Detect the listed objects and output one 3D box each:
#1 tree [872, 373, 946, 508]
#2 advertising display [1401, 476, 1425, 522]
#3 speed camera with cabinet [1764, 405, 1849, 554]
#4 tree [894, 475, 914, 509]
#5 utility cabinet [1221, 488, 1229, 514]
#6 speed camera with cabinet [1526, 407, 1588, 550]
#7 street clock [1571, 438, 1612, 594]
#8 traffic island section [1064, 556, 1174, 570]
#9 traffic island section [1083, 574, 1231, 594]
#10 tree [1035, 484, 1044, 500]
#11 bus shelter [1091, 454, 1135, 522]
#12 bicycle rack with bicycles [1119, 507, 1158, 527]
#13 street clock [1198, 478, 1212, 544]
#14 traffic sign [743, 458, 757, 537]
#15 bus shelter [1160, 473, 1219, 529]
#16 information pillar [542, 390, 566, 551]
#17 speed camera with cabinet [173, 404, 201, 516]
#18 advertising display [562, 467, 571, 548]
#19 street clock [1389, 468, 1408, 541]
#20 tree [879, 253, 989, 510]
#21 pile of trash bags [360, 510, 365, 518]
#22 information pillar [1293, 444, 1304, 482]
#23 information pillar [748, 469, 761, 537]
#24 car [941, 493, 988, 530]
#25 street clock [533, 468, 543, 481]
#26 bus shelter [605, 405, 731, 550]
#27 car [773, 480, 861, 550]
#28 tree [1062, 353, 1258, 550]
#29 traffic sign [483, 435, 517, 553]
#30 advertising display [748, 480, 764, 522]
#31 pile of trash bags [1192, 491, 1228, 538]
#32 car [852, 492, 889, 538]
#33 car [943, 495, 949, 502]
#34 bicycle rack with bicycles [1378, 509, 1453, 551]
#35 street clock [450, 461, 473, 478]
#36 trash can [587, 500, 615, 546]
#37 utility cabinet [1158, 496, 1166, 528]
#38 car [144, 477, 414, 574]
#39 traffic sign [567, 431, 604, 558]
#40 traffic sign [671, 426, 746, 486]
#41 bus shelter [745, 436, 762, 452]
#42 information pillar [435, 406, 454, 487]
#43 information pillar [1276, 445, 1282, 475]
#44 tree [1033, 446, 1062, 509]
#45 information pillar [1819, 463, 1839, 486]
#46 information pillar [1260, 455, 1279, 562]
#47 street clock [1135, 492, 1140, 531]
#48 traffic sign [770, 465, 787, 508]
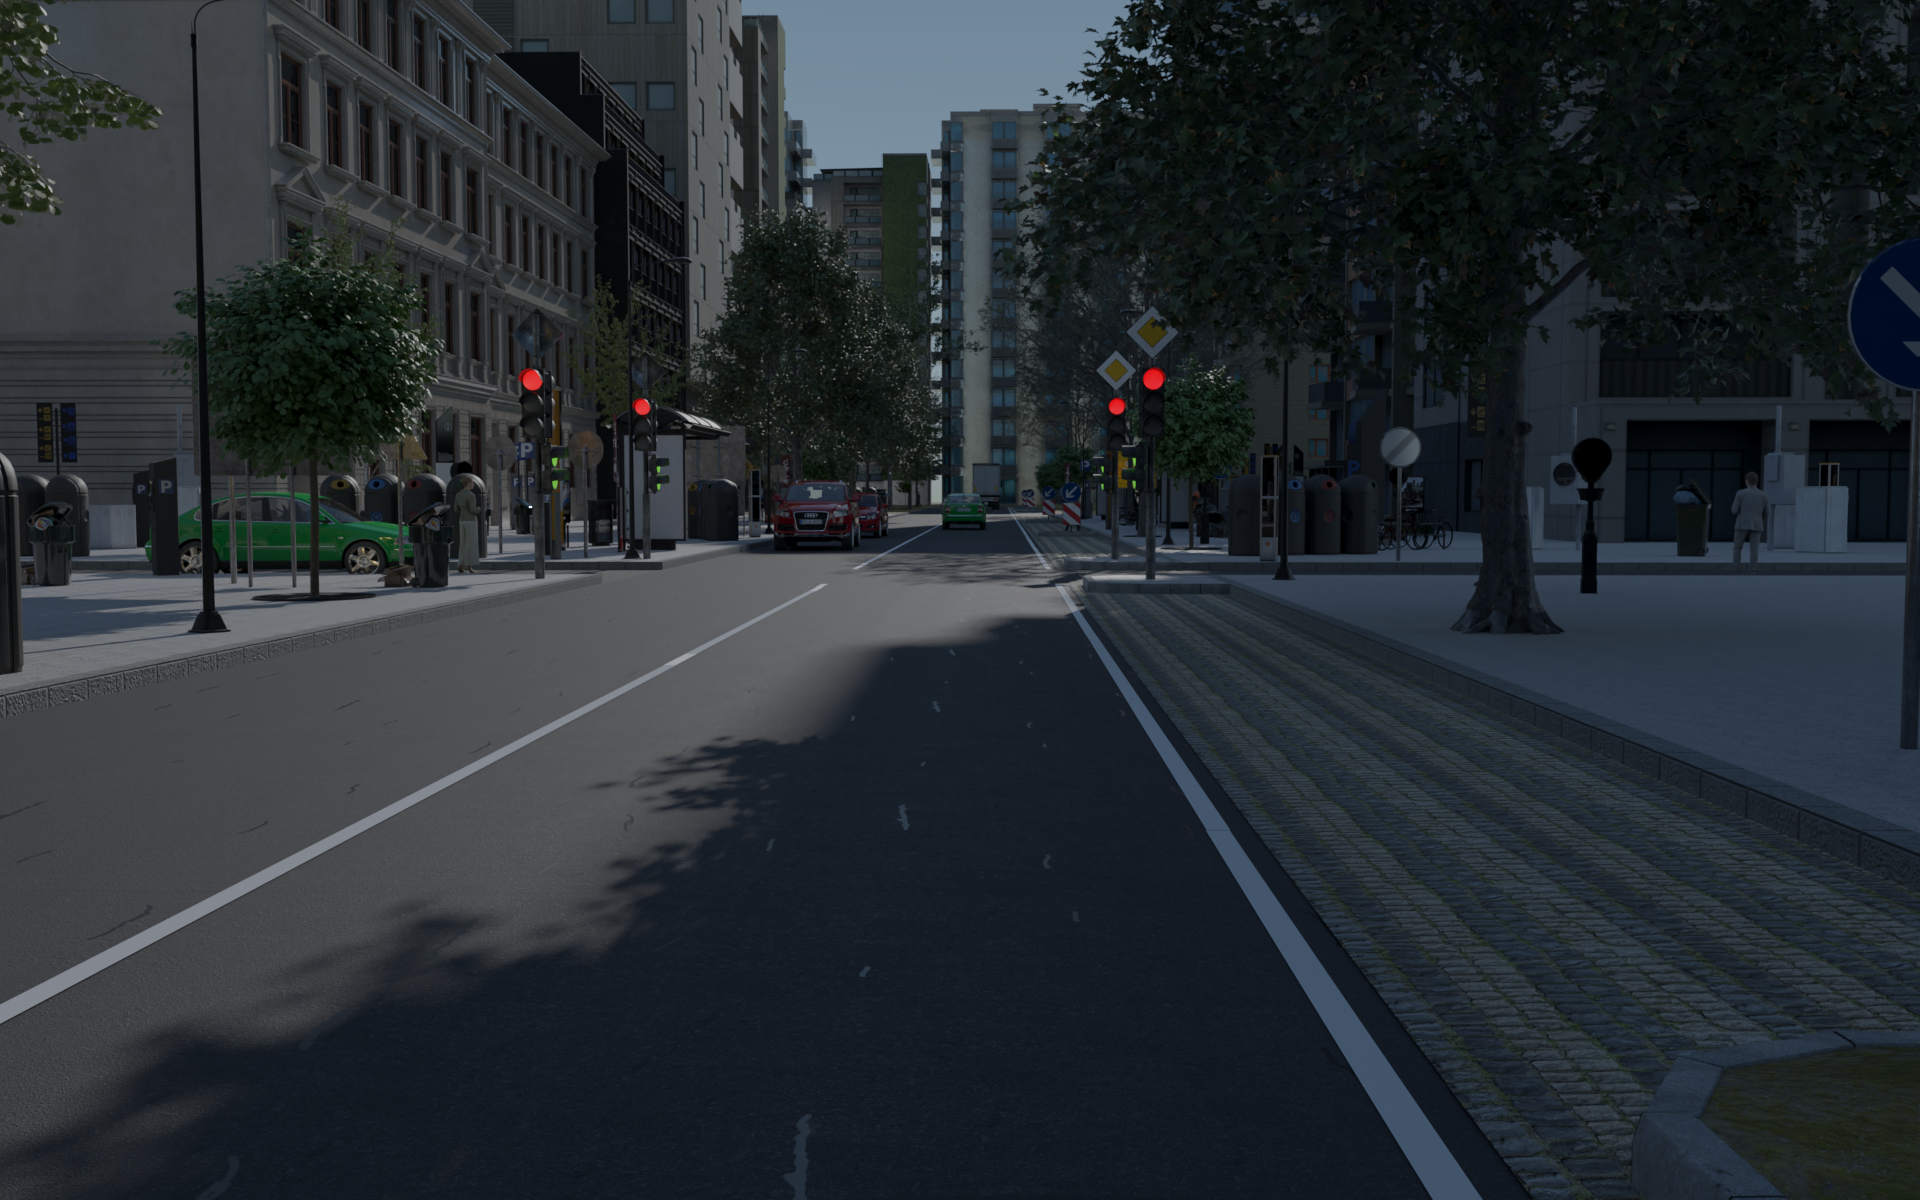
[{"bbox_3d":[-4.859,-14.431,154.074,7.486,12.596,7.792,0,3,0],"label":"tree"},{"bbox_3d":[16.257,-3.502,62.476,0.974,1.923,0.123,2,4,30],"label":"advertising display"},{"bbox_3d":[18.602,-2.676,38.096,0.660,3.252,2.038,-1,4,-13],"label":"speed camera with cabinet"},{"bbox_3d":[-4.592,-9.263,146.050,1.663,3.219,1.824,0,3,0],"label":"tree"},{"bbox_3d":[9.815,-3.349,63.428,1.173,1.500,0.318,-2,4,-34],"label":"utility cabinet"},{"bbox_3d":[13.352,-2.782,39.815,2.038,3.252,0.660,3,5,44],"label":"speed camera with cabinet"},{"bbox_3d":[8.137,-1.088,22.360,0.471,2.002,0.358,1,4,12],"label":"street clock"},{"bbox_3d":[3.072,-0.721,34.070,2.009,0.180,2.903,0,4,1],"label":"traffic island section"},{"bbox_3d":[2.892,-0.233,26.087,2.009,0.180,2.903,0,4,1],"label":"traffic island section"},{"bbox_3d":[8.895,-11.545,183.354,1.663,3.219,1.824,0,3,0],"label":"tree"},{"bbox_3d":[7.468,-5.466,83.292,2.014,3.302,5.546,0,4,1],"label":"bus shelter"},{"bbox_3d":[7.439,-3.403,69.019,2.925,0.926,2.852,3,4,38],"label":"bicycle rack with bicycles"},{"bbox_3d":[6.284,-2.437,44.415,0.358,2.002,0.471,2,4,29],"label":"street clock"},{"bbox_3d":[-6.489,-3.110,52.026,0.795,2.450,0.064,0,4,2],"label":"traffic sign"},{"bbox_3d":[8.093,-4.117,61.239,2.014,3.302,5.546,0,4,1],"label":"bus shelter"},{"bbox_3d":[-9.235,-2.933,39.304,0.504,3.616,0.183,1,4,19],"label":"information pillar"},{"bbox_3d":[-16.755,-2.645,37.581,0.660,3.252,2.038,-1,4,-20],"label":"speed camera with cabinet"},{"bbox_3d":[-9.469,-2.192,41.050,0.123,1.923,0.974,1,4,9],"label":"advertising display"},{"bbox_3d":[12.059,-2.637,47.685,0.471,2.002,0.358,3,5,44],"label":"street clock"},{"bbox_3d":[-4.144,-17.077,135.096,12.611,20.169,13.585,0,3,0],"label":"tree"},{"bbox_3d":[-13.421,-1.758,38.492,1.912,1.369,3.447,3,5,44],"label":"pile of trash bags"},{"bbox_3d":[15.879,-5.506,81.371,0.504,3.616,0.183,-1,4,-12],"label":"information pillar"},{"bbox_3d":[-6.079,-2.862,51.288,0.304,2.012,0.304,-1,4,-20],"label":"information pillar"},{"bbox_3d":[0.185,-3.814,71.152,1.959,1.807,4.718,0,4,1],"label":"car"},{"bbox_3d":[-11.793,-2.717,48.997,0.471,2.002,0.358,0,4,5],"label":"street clock"},{"bbox_3d":[-6.972,-2.942,42.029,2.014,3.302,5.546,0,4,1],"label":"bus shelter"},{"bbox_3d":[-3.732,-2.267,45.739,2.281,1.827,5.304,0,4,0],"label":"car"},{"bbox_3d":[5.420,-3.457,40.241,4.285,4.588,4.351,0,3,0],"label":"tree"},{"bbox_3d":[-9.989,-2.293,37.596,0.768,2.556,0.104,1,4,10],"label":"traffic sign"},{"bbox_3d":[-9.436,-4.579,80.086,0.123,1.923,0.974,3,4,36],"label":"advertising display"},{"bbox_3d":[7.864,-2.590,52.094,1.912,1.369,3.447,-1,4,-20],"label":"pile of trash bags"},{"bbox_3d":[-3.412,-2.980,57.767,2.155,1.783,4.494,0,4,2],"label":"car"},{"bbox_3d":[-0.565,-9.355,165.308,2.083,1.381,4.827,0,4,0],"label":"car"},{"bbox_3d":[10.256,-1.657,40.479,2.925,0.926,2.852,-1,4,-20],"label":"bicycle rack with bicycles"},{"bbox_3d":[-11.013,-2.064,38.319,0.358,2.002,0.471,2,4,32],"label":"street clock"},{"bbox_3d":[-8.903,-1.912,42.914,0.748,1.137,0.748,0,3,0],"label":"trash can"},{"bbox_3d":[8.046,-3.361,66.116,1.020,1.237,0.306,3,5,41],"label":"utility cabinet"},{"bbox_3d":[-11.137,-1.245,29.150,4.718,1.807,1.959,0,4,0],"label":"car"},{"bbox_3d":[-7.537,-2.123,34.817,0.768,2.556,0.104,0,4,7],"label":"traffic sign"},{"bbox_3d":[-7.533,-3.544,51.812,2.265,3.308,0.079,0,4,5],"label":"traffic sign"},{"bbox_3d":[-7.679,-3.748,55.198,2.014,3.302,5.546,0,4,1],"label":"bus shelter"},{"bbox_3d":[-13.709,-3.352,46.160,0.504,3.616,0.183,-3,5,-44],"label":"information pillar"},{"bbox_3d":[14.225,-5.219,76.678,0.504,3.616,0.183,3,5,42],"label":"information pillar"},{"bbox_3d":[6.762,-7.187,101.221,4.285,4.588,4.351,0,3,0],"label":"tree"},{"bbox_3d":[20.617,-2.241,41.131,0.304,2.012,0.304,-1,4,-20],"label":"information pillar"},{"bbox_3d":[5.888,-1.742,32.973,0.304,2.012,0.304,1,4,19],"label":"information pillar"},{"bbox_3d":[6.249,-3.407,60.282,0.358,2.002,0.471,-2,4,-30],"label":"street clock"},{"bbox_3d":[-7.894,-4.584,75.054,0.768,2.556,0.104,0,4,6],"label":"traffic sign"}]
